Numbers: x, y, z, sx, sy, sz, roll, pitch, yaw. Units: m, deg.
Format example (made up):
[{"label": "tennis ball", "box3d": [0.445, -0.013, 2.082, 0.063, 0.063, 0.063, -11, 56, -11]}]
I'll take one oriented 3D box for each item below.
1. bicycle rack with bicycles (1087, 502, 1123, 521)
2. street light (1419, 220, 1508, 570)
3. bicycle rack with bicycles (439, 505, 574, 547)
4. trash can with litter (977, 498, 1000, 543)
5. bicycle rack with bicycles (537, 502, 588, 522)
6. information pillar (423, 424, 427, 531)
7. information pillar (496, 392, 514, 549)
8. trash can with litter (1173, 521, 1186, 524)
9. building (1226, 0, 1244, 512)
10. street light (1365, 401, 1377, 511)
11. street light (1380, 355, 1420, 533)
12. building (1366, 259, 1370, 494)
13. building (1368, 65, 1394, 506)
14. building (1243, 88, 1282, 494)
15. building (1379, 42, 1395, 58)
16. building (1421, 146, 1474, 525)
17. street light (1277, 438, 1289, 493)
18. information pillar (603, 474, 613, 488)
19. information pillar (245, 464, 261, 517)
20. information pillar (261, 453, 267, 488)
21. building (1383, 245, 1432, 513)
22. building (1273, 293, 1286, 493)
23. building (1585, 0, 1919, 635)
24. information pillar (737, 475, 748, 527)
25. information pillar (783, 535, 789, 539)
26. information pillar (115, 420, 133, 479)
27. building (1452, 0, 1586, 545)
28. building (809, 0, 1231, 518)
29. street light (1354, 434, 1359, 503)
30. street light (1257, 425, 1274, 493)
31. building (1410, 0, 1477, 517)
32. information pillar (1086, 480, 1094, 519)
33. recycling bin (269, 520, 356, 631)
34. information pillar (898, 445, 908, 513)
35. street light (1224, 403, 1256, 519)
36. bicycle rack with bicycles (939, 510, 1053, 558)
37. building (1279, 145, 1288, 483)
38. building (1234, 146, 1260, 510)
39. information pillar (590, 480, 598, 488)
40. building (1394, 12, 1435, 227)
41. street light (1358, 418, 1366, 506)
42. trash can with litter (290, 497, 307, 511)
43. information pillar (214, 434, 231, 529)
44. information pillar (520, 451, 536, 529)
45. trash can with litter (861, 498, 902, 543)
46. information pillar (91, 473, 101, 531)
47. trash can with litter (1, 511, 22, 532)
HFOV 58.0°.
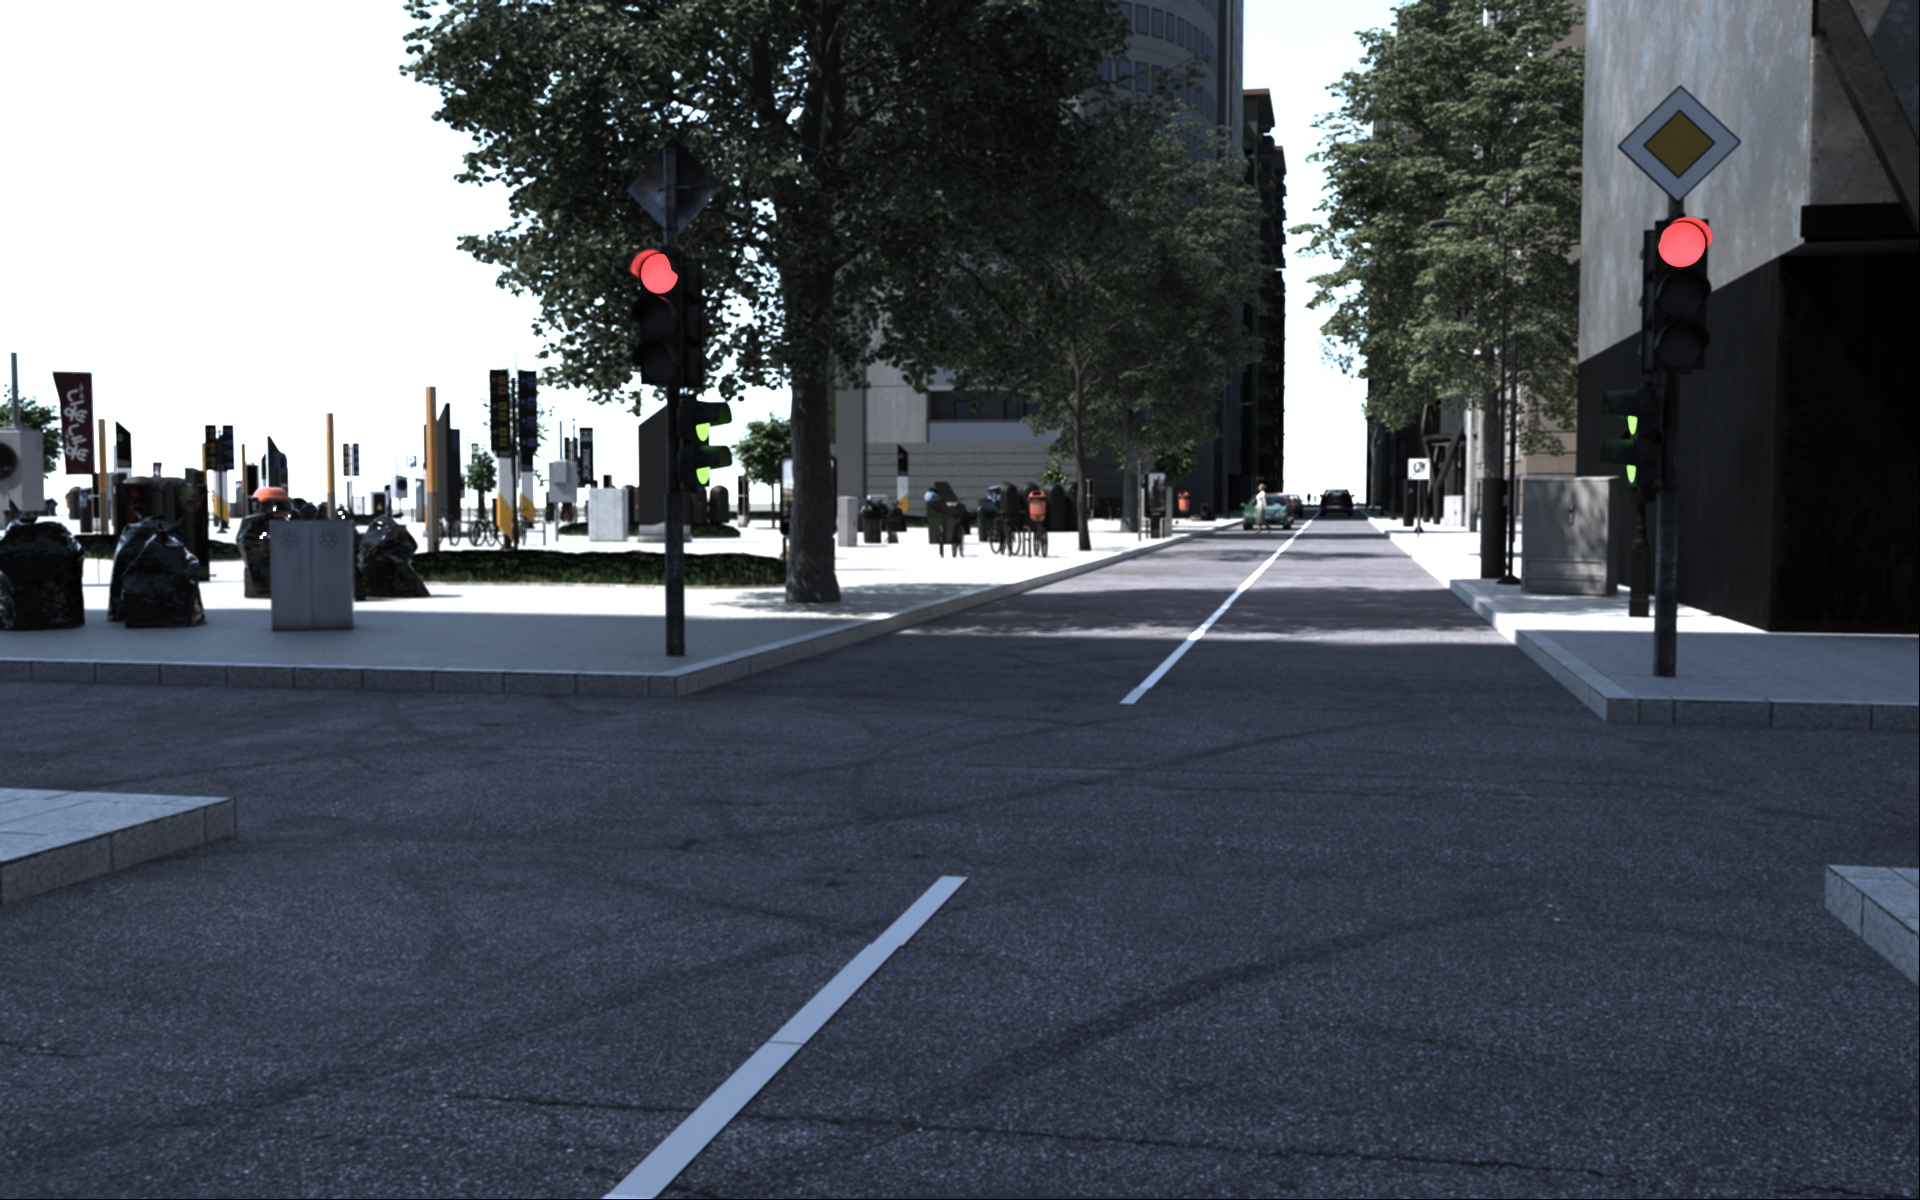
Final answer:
[{"label": "bicycle rack with bicycles", "box3d": [6.824, -4.242, 82.745, 2.852, 0.926, 2.925, 0, 4, 3]}, {"label": "street light", "box3d": [8.651, -3.478, 29.413, 1.470, 5.913, 1.316, 1, 4, 12]}, {"label": "bicycle rack with bicycles", "box3d": [-11.590, -1.818, 43.110, 2.852, 0.926, 2.925, -2, 4, -34]}, {"label": "trash can with litter", "box3d": [0.869, -2.131, 46.223, 0.624, 1.170, 1.055, -2, 4, -25]}, {"label": "bicycle rack with bicycles", "box3d": [-17.259, -3.736, 74.460, 2.852, 0.926, 2.925, -3, 4, -37]}, {"label": "information pillar", "box3d": [-17.875, -4.092, 58.258, 0.183, 3.616, 0.504, 1, 4, 11]}, {"label": "information pillar", "box3d": [-10.447, -2.957, 39.708, 0.183, 3.616, 0.504, 1, 4, 22]}, {"label": "trash can with litter", "box3d": [8.692, -3.855, 74.091, 2.233, 1.210, 1.678, -1, 4, -14]}, {"label": "building", "box3d": [12.899, -29.006, 124.359, 14.600, 45.320, 14.200, 1, 4, 12]}, {"label": "street light", "box3d": [20.779, -6.880, 85.027, 1.470, 5.913, 1.316, 1, 4, 12]}, {"label": "street light", "box3d": [14.716, -5.195, 57.480, 1.470, 5.913, 1.316, 1, 4, 12]}, {"label": "building", "box3d": [55.480, -26.524, 205.361, 14.160, 30.474, 14.107, 1, 4, 12]}, {"label": "building", "box3d": [55.151, -34.391, 185.988, 21.300, 48.544, 21.600, 1, 4, 12]}, {"label": "building", "box3d": [22.296, -32.499, 185.978, 22.147, 44.769, 28.867, 1, 4, 12]}, {"label": "building", "box3d": [64.516, -41.722, 224.158, 21.231, 58.520, 28.212, 1, 4, 12]}, {"label": "building", "box3d": [28.489, -12.662, 74.474, 16.820, 18.784, 16.811, 1, 4, 12]}, {"label": "street light", "box3d": [26.437, -10.520, 144.542, 1.470, 5.913, 1.316, 1, 4, 12]}, {"label": "information pillar", "box3d": [-13.010, -3.639, 63.993, 0.304, 2.012, 0.304, 0, 4, 3]}, {"label": "information pillar", "box3d": [-17.584, -2.363, 43.129, 0.304, 2.012, 0.304, -1, 4, -12]}, {"label": "information pillar", "box3d": [-39.143, -6.490, 97.462, 0.183, 3.616, 0.504, 0, 4, 5]}, {"label": "building", "box3d": [45.823, -17.280, 127.572, 27.650, 21.520, 28.899, 1, 4, 12]}, {"label": "building", "box3d": [36.828, -28.365, 235.462, 14.160, 30.474, 14.107, 1, 4, 12]}, {"label": "building", "box3d": [16.755, -9.253, 18.745, 16.811, 18.784, 16.820, 1, 4, 12]}, {"label": "information pillar", "box3d": [-8.392, -3.815, 66.866, 0.304, 2.012, 0.304, 1, 4, 21]}, {"label": "information pillar", "box3d": [-4.921, -2.770, 49.782, 0.304, 2.012, 0.304, 0, 4, -1]}, {"label": "information pillar", "box3d": [-26.472, -3.884, 54.855, 0.504, 3.616, 0.183, 0, 4, 2]}, {"label": "building", "box3d": [22.180, -16.188, 50.584, 13.634, 28.700, 20.117, 1, 4, 12]}, {"label": "building", "box3d": [4.651, -34.324, 103.194, 21.231, 58.520, 28.212, 1, 4, 12]}, {"label": "street light", "box3d": [31.143, -9.800, 132.765, 1.470, 5.913, 1.316, 1, 4, 12]}, {"label": "street light", "box3d": [20.337, -8.791, 116.275, 1.470, 5.913, 1.316, 1, 4, 12]}, {"label": "building", "box3d": [37.369, -27.135, 98.275, 22.147, 44.769, 28.867, 1, 4, 12]}, {"label": "information pillar", "box3d": [6.628, -5.139, 88.521, 0.304, 2.012, 0.304, -2, 4, -26]}, {"label": "recycling bin", "box3d": [-6.186, -0.246, 16.576, 0.722, 1.027, 0.722, -1, 4, -17]}, {"label": "information pillar", "box3d": [-2.692, -5.492, 81.155, 0.504, 3.616, 0.183, 0, 4, -7]}, {"label": "street light", "box3d": [14.230, -7.095, 88.544, 1.470, 5.913, 1.316, 1, 4, 12]}, {"label": "bicycle rack with bicycles", "box3d": [0.628, -1.378, 35.916, 2.852, 0.926, 2.925, 0, 4, 0]}, {"label": "building", "box3d": [29.020, -34.260, 214.771, 22.147, 44.769, 28.867, 1, 4, 12]}, {"label": "building", "box3d": [19.007, -23.336, 153.242, 14.160, 30.474, 14.107, 1, 4, 12]}, {"label": "information pillar", "box3d": [-18.814, -5.175, 89.097, 0.304, 2.012, 0.304, 3, 4, 39]}, {"label": "building", "box3d": [44.400, -28.479, 149.232, 14.154, 41.232, 14.086, 1, 4, 12]}, {"label": "street light", "box3d": [25.138, -8.118, 105.277, 1.470, 5.913, 1.316, 1, 4, 12]}, {"label": "trash can with litter", "box3d": [-22.985, -2.996, 60.376, 0.624, 1.170, 1.055, 0, 4, -3]}, {"label": "information pillar", "box3d": [-27.206, -4.432, 63.812, 0.504, 3.616, 0.183, -3, 5, -41]}, {"label": "information pillar", "box3d": [-16.017, -4.453, 64.162, 0.504, 3.616, 0.183, -1, 4, -21]}, {"label": "trash can with litter", "box3d": [-2.053, -2.072, 45.265, 1.055, 1.170, 0.624, -1, 4, -9]}, {"label": "information pillar", "box3d": [-29.587, -3.365, 59.506, 0.304, 2.012, 0.304, 0, 4, 8]}, {"label": "trash can with litter", "box3d": [-30.942, -2.734, 56.082, 1.055, 1.170, 0.624, -2, 4, -28]}]
